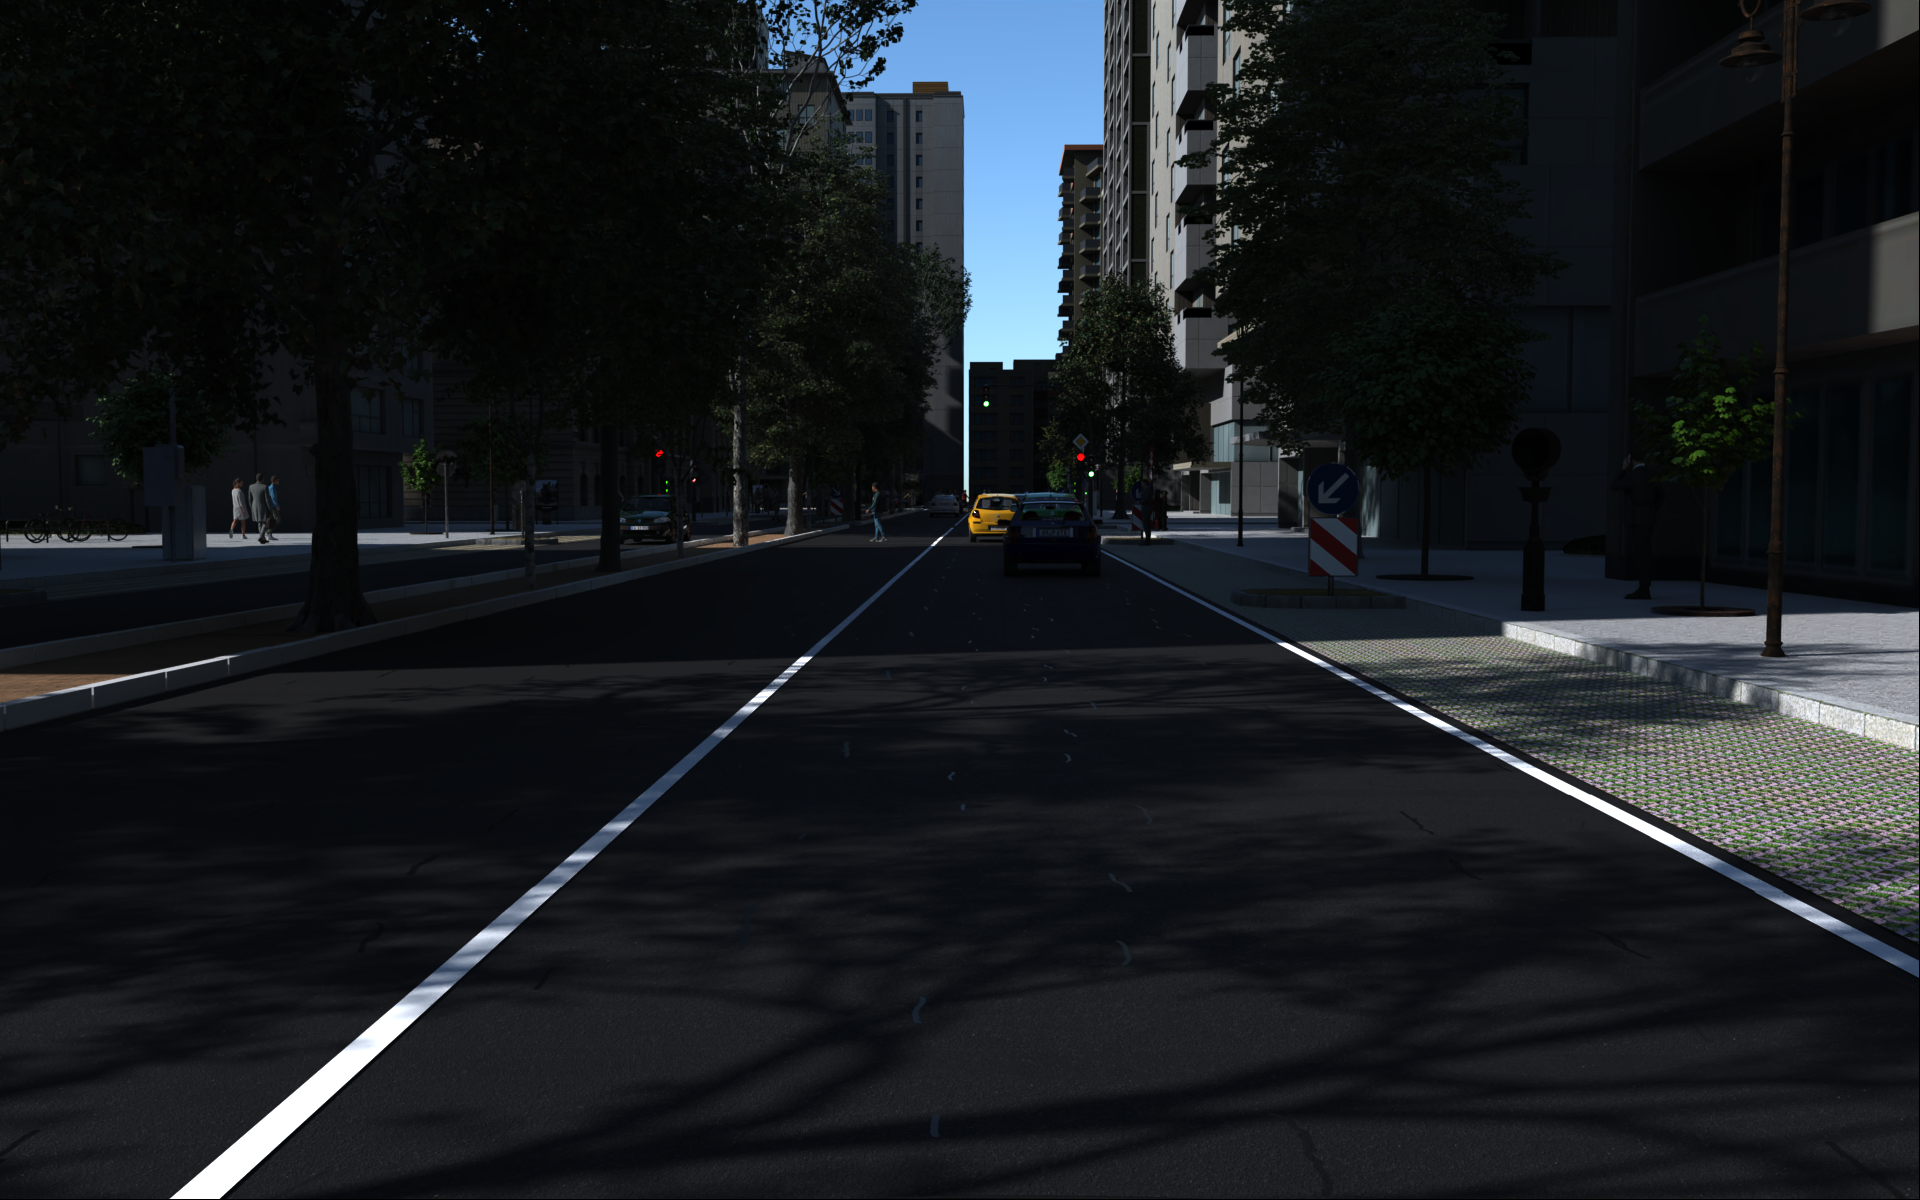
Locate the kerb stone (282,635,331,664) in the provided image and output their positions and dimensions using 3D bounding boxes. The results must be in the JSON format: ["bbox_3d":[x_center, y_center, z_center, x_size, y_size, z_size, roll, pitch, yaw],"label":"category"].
[{"bbox_3d":[-5.750,0.442,15.077,0.120,0.150,1.000,0,4,1],"label":"kerb stone"}]

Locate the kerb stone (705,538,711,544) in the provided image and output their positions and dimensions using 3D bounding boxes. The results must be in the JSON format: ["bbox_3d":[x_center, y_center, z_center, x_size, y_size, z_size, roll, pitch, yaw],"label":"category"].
[{"bbox_3d":[-7.250,-1.635,48.953,0.120,0.150,1.000,0,4,1],"label":"kerb stone"}]

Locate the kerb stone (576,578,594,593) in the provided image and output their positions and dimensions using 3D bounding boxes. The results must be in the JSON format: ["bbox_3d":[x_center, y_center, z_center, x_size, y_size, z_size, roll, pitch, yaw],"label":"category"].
[{"bbox_3d":[-5.568,-0.191,25.322,0.120,0.150,1.000,0,4,1],"label":"kerb stone"}]

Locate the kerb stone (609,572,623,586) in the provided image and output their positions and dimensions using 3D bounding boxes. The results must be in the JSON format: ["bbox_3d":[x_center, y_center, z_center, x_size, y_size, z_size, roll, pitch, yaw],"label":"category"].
[{"bbox_3d":[-5.529,-0.316,27.370,0.120,0.150,1.000,0,4,1],"label":"kerb stone"}]

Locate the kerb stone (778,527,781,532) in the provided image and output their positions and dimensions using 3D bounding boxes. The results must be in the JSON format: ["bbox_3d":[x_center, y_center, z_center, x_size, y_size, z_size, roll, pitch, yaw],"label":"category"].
[{"bbox_3d":[-6.965,-2.637,65.391,0.120,0.150,1.000,0,4,1],"label":"kerb stone"}]

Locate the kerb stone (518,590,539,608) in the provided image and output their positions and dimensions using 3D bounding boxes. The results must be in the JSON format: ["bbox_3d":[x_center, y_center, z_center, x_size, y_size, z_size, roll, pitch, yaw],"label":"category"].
[{"bbox_3d":[-5.626,-0.003,22.246,0.120,0.150,1.000,0,4,1],"label":"kerb stone"}]

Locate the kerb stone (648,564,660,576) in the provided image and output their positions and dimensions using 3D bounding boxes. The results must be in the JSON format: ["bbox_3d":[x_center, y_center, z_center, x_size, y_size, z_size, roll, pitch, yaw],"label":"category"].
[{"bbox_3d":[-5.475,-0.504,30.436,0.120,0.150,1.000,0,4,1],"label":"kerb stone"}]

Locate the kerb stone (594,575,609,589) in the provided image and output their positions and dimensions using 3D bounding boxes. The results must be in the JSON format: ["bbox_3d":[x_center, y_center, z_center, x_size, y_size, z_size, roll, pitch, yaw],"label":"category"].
[{"bbox_3d":[-5.547,-0.254,26.349,0.120,0.150,1.000,0,4,1],"label":"kerb stone"}]

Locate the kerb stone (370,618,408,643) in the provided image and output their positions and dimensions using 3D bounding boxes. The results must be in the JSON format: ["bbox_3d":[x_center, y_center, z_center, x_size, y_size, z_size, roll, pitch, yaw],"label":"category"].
[{"bbox_3d":[-5.716,0.310,17.129,0.120,0.150,1.000,0,4,1],"label":"kerb stone"}]

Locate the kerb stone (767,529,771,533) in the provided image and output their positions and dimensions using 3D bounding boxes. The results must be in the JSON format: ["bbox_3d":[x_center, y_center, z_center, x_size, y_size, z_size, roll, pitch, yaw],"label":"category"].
[{"bbox_3d":[-7.022,-2.454,62.321,0.120,0.150,1.000,0,4,1],"label":"kerb stone"}]

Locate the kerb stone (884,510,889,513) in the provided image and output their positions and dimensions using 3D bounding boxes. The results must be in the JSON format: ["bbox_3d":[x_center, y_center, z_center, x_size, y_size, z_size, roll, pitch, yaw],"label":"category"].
[{"bbox_3d":[-5.707,-6.999,136.630,0.120,0.150,1.000,0,4,1],"label":"kerb stone"}]

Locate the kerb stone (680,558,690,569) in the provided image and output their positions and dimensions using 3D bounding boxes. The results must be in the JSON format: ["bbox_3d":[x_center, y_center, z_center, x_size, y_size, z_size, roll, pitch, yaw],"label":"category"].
[{"bbox_3d":[-5.429,-0.690,33.505,0.120,0.150,1.000,0,4,1],"label":"kerb stone"}]

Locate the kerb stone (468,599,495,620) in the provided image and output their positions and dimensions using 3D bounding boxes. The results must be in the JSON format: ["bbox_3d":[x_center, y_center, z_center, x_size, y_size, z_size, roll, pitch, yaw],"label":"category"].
[{"bbox_3d":[-5.653,0.122,20.202,0.120,0.150,1.000,0,4,1],"label":"kerb stone"}]

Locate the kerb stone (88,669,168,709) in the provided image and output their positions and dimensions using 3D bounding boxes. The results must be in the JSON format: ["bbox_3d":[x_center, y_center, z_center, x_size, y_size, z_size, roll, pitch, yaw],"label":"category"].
[{"bbox_3d":[-5.807,0.623,12.011,0.120,0.150,1.000,0,4,1],"label":"kerb stone"}]

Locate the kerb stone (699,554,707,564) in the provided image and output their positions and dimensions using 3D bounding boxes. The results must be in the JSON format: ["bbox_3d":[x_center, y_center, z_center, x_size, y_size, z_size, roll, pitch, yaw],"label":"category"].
[{"bbox_3d":[-5.387,-0.818,35.565,0.120,0.150,1.000,0,4,1],"label":"kerb stone"}]

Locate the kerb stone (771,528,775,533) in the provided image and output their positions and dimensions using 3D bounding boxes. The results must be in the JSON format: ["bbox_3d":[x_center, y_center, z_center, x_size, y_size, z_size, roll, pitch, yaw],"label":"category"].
[{"bbox_3d":[-6.993,-2.517,63.345,0.120,0.150,1.000,0,4,1],"label":"kerb stone"}]

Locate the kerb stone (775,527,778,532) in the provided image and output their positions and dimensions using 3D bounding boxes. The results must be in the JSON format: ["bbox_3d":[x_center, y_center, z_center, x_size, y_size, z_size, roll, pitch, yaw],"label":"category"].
[{"bbox_3d":[-6.971,-2.578,64.367,0.120,0.150,1.000,0,4,1],"label":"kerb stone"}]

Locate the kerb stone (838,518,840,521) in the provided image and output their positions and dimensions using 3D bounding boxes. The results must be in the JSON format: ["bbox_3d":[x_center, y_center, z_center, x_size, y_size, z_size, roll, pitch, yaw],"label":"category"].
[{"bbox_3d":[-6.521,-4.177,90.486,0.120,0.150,1.000,0,4,1],"label":"kerb stone"}]

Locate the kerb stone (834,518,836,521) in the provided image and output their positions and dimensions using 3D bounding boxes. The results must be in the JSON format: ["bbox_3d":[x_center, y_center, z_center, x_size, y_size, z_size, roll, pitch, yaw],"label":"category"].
[{"bbox_3d":[-6.547,-4.052,88.442,0.120,0.150,1.000,0,4,1],"label":"kerb stone"}]

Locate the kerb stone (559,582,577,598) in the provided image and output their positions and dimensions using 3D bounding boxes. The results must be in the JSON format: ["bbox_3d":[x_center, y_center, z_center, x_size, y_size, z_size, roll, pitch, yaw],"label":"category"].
[{"bbox_3d":[-5.585,-0.124,24.293,0.120,0.150,1.000,0,4,1],"label":"kerb stone"}]

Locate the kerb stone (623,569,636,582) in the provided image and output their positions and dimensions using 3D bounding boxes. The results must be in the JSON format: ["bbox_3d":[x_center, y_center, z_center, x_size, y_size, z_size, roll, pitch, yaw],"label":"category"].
[{"bbox_3d":[-5.523,-0.378,28.392,0.120,0.150,1.000,0,4,1],"label":"kerb stone"}]

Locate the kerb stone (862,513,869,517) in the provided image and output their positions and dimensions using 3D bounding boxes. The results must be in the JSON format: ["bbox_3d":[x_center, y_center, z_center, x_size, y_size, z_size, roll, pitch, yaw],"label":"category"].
[{"bbox_3d":[-6.141,-5.494,112.019,0.120,0.150,1.000,0,4,1],"label":"kerb stone"}]

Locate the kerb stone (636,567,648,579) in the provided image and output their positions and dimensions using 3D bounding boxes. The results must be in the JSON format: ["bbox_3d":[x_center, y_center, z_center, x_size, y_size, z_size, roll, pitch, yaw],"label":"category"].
[{"bbox_3d":[-5.500,-0.441,29.414,0.120,0.150,1.000,0,4,1],"label":"kerb stone"}]

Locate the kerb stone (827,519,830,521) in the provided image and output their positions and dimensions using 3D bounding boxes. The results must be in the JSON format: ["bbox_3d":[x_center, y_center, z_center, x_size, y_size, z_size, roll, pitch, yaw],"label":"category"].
[{"bbox_3d":[-6.614,-3.864,85.364,0.120,0.150,1.000,0,4,1],"label":"kerb stone"}]

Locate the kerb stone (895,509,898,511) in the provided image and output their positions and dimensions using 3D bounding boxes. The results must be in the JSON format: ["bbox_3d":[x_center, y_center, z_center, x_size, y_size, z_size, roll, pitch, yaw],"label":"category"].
[{"bbox_3d":[-5.411,-8.002,153.026,0.120,0.150,1.000,0,4,1],"label":"kerb stone"}]

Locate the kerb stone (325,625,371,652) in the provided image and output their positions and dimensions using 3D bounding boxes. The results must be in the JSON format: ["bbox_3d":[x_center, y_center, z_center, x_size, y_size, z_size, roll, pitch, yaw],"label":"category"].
[{"bbox_3d":[-5.738,0.373,16.105,0.120,0.150,1.000,0,4,1],"label":"kerb stone"}]

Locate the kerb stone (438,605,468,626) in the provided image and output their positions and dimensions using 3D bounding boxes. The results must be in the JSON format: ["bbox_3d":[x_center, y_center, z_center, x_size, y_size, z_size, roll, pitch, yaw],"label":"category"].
[{"bbox_3d":[-5.684,0.184,19.180,0.120,0.150,1.000,0,4,1],"label":"kerb stone"}]

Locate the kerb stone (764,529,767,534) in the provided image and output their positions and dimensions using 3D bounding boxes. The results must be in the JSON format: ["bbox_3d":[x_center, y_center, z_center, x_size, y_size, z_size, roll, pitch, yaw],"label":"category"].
[{"bbox_3d":[-7.028,-2.387,61.292,0.120,0.150,1.000,0,4,1],"label":"kerb stone"}]

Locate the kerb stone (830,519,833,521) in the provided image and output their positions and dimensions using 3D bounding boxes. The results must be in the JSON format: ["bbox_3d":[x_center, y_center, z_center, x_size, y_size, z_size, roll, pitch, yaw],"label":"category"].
[{"bbox_3d":[-6.586,-3.927,86.395,0.120,0.150,1.000,0,4,1],"label":"kerb stone"}]

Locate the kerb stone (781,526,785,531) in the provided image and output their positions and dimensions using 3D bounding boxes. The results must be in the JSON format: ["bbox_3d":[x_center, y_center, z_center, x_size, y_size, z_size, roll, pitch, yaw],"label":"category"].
[{"bbox_3d":[-6.944,-2.705,66.416,0.120,0.150,1.000,0,4,1],"label":"kerb stone"}]

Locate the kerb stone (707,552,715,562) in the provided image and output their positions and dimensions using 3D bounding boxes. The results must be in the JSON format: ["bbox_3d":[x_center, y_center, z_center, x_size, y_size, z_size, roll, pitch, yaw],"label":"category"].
[{"bbox_3d":[-5.369,-0.878,36.588,0.120,0.150,1.000,0,4,1],"label":"kerb stone"}]

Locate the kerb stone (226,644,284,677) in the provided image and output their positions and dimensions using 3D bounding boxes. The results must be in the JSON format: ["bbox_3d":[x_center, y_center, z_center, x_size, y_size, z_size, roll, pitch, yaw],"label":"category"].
[{"bbox_3d":[-5.769,0.498,14.055,0.120,0.150,1.000,0,4,1],"label":"kerb stone"}]

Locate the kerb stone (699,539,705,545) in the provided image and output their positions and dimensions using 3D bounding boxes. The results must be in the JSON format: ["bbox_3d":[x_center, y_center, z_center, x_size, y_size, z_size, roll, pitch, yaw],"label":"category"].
[{"bbox_3d":[-7.277,-1.574,47.928,0.120,0.150,1.000,0,4,1],"label":"kerb stone"}]

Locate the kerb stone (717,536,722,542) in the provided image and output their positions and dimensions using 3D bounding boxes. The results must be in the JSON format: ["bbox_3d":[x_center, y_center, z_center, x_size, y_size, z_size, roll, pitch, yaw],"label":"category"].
[{"bbox_3d":[-7.209,-1.762,51.009,0.120,0.150,1.000,0,4,1],"label":"kerb stone"}]

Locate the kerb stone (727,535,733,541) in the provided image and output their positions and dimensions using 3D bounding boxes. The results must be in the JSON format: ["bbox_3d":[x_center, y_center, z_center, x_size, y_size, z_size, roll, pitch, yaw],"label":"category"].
[{"bbox_3d":[-7.181,-1.888,53.061,0.120,0.150,1.000,0,4,1],"label":"kerb stone"}]

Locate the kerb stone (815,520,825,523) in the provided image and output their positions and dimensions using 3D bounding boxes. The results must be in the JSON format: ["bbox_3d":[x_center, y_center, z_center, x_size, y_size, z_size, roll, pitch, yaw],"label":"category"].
[{"bbox_3d":[-6.666,-3.676,82.294,0.120,0.150,1.000,0,4,1],"label":"kerb stone"}]

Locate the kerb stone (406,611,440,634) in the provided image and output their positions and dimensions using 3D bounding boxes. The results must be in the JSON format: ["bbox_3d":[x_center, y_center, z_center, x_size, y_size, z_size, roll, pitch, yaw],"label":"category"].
[{"bbox_3d":[-5.693,0.247,18.151,0.120,0.150,1.000,0,4,1],"label":"kerb stone"}]

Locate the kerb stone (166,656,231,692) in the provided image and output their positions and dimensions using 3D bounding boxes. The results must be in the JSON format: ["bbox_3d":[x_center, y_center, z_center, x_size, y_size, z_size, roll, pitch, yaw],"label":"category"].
[{"bbox_3d":[-5.789,0.563,13.033,0.120,0.150,1.000,0,4,1],"label":"kerb stone"}]

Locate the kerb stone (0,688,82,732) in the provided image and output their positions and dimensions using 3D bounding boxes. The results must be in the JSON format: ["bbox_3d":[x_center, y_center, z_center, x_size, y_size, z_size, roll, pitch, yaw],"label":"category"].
[{"bbox_3d":[-5.826,0.686,10.987,0.120,0.150,1.000,0,4,1],"label":"kerb stone"}]

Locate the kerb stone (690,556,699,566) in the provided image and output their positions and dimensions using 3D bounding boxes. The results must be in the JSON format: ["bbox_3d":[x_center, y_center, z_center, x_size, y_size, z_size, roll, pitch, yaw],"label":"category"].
[{"bbox_3d":[-5.409,-0.754,34.529,0.120,0.150,1.000,0,4,1],"label":"kerb stone"}]

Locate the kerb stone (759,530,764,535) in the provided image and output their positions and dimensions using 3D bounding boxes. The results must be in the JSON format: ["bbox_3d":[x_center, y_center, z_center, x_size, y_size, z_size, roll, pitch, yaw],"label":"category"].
[{"bbox_3d":[-7.048,-2.327,60.248,0.120,0.150,1.000,0,4,1],"label":"kerb stone"}]

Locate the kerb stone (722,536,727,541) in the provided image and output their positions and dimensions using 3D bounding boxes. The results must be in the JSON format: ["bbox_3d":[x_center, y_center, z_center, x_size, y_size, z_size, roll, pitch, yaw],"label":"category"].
[{"bbox_3d":[-7.199,-1.825,52.040,0.120,0.150,1.000,0,4,1],"label":"kerb stone"}]

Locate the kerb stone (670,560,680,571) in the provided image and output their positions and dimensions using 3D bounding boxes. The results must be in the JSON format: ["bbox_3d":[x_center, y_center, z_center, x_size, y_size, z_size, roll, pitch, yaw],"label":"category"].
[{"bbox_3d":[-5.445,-0.629,32.481,0.120,0.150,1.000,0,4,1],"label":"kerb stone"}]

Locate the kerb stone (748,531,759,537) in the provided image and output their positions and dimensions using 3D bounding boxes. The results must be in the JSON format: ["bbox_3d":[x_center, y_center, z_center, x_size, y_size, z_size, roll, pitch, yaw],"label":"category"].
[{"bbox_3d":[-7.070,-2.265,59.226,0.120,0.150,1.000,0,4,1],"label":"kerb stone"}]

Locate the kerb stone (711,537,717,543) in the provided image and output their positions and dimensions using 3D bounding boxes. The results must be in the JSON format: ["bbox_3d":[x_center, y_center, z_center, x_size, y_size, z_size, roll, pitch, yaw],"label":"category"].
[{"bbox_3d":[-7.238,-1.699,49.975,0.120,0.150,1.000,0,4,1],"label":"kerb stone"}]

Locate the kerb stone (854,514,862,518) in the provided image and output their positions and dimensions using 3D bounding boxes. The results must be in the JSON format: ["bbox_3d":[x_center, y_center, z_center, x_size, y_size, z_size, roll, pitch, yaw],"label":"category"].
[{"bbox_3d":[-6.244,-5.117,105.862,0.120,0.150,1.000,0,4,1],"label":"kerb stone"}]

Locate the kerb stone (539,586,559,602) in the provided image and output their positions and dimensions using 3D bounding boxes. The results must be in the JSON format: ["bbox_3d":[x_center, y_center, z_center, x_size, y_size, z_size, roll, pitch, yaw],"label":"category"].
[{"bbox_3d":[-5.613,-0.058,23.268,0.120,0.150,1.000,0,4,1],"label":"kerb stone"}]

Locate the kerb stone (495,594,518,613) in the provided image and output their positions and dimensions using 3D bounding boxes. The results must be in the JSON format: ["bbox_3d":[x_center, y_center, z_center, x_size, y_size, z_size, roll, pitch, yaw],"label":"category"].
[{"bbox_3d":[-5.649,0.059,21.224,0.120,0.150,1.000,0,4,1],"label":"kerb stone"}]

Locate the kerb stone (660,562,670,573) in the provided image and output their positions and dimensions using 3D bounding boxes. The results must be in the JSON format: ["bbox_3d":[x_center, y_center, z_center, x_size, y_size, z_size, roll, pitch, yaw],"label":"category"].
[{"bbox_3d":[-5.463,-0.566,31.458,0.120,0.150,1.000,0,4,1],"label":"kerb stone"}]

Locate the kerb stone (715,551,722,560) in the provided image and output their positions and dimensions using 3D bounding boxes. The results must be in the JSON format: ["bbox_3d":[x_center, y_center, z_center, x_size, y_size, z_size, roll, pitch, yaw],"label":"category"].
[{"bbox_3d":[-5.358,-0.943,37.609,0.120,0.150,1.000,0,4,1],"label":"kerb stone"}]
